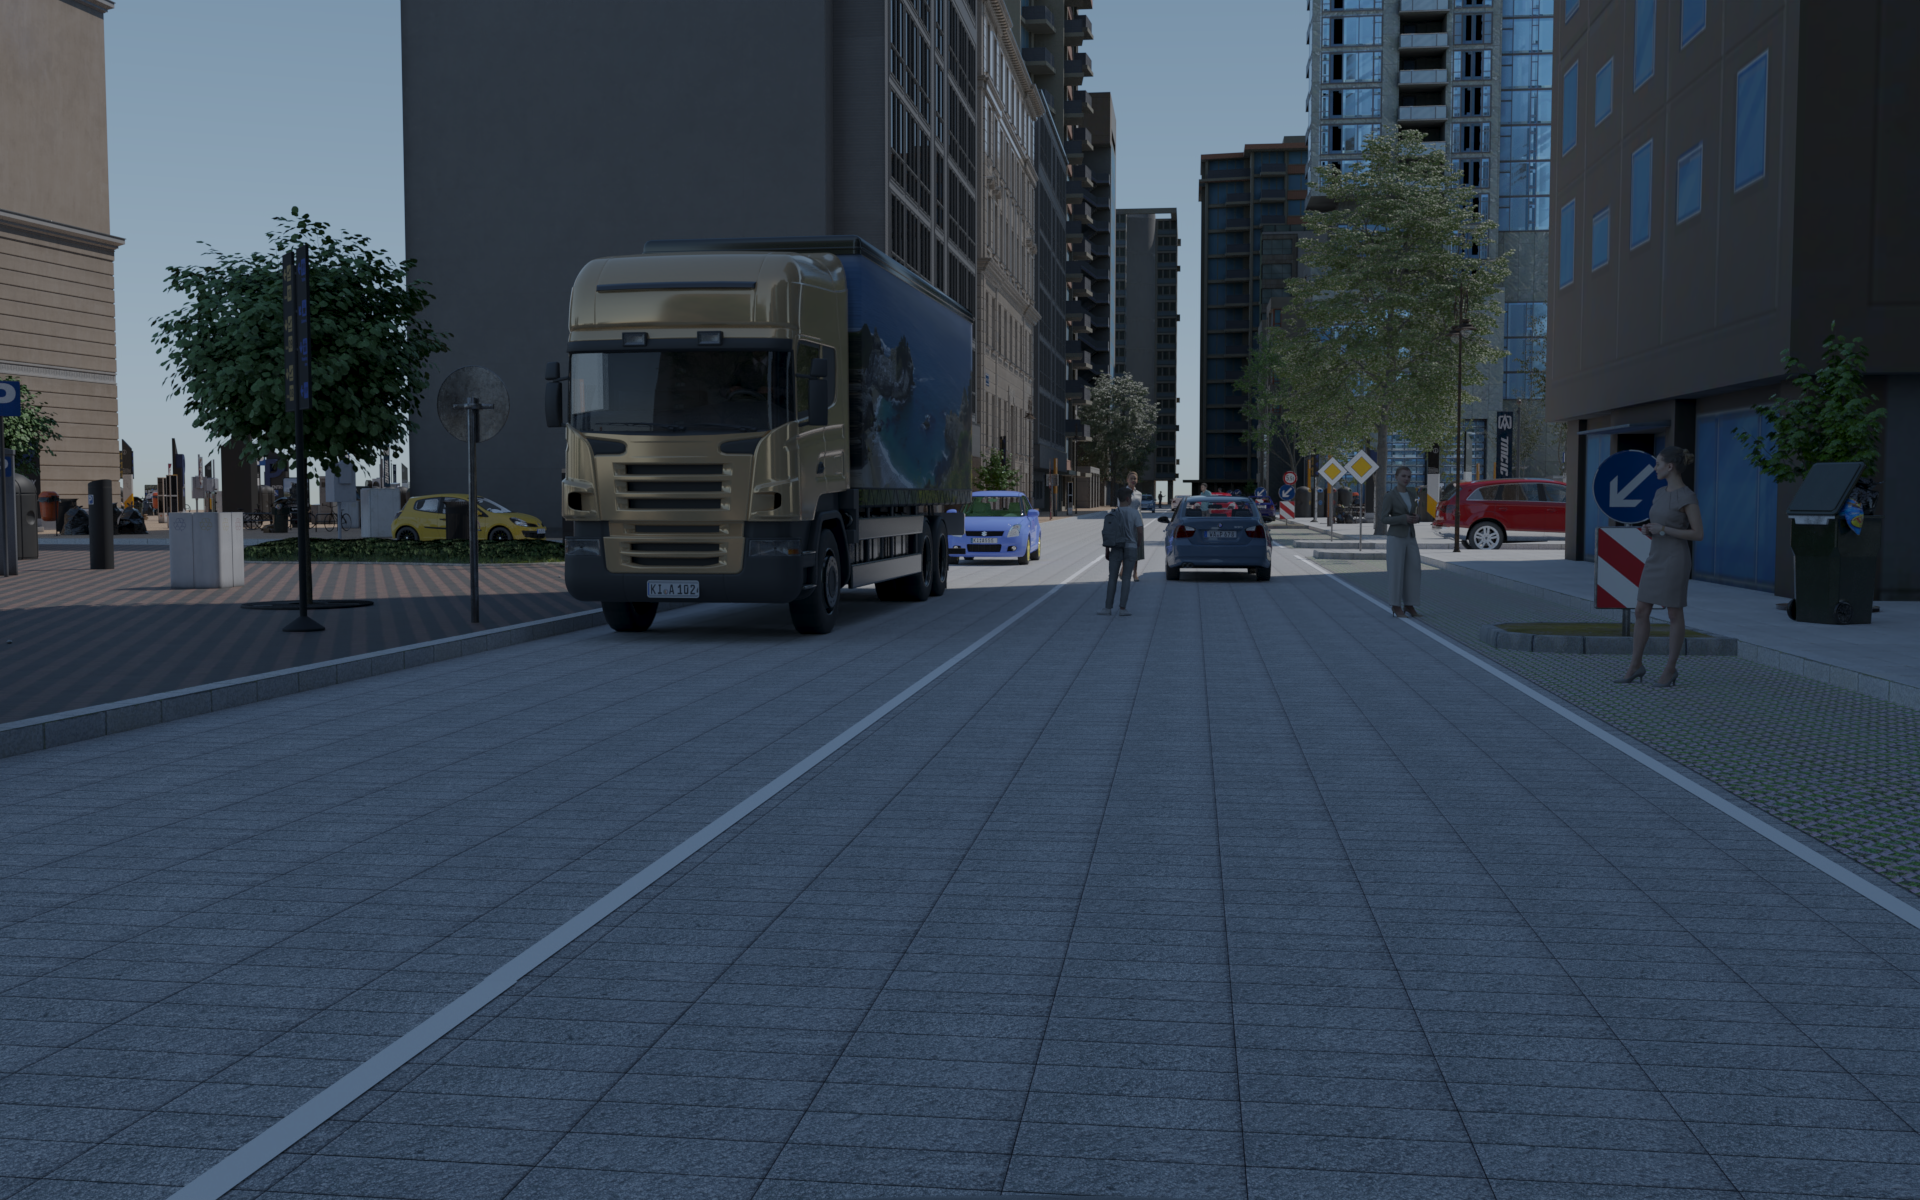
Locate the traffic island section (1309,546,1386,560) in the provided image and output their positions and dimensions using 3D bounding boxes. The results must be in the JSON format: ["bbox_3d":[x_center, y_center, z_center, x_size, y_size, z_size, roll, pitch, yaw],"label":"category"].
[{"bbox_3d":[8.993,-1.012,38.821,2.009,0.180,2.903,0,4,8],"label":"traffic island section"}]

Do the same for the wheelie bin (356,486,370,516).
[{"bbox_3d":[-23.157,-3.619,67.084,0.693,1.594,0.980,2,4,32],"label":"wheelie bin"}]

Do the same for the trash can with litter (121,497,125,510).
[{"bbox_3d":[-34.672,-3.627,70.691,1.055,1.170,0.624,-1,4,-19],"label":"trash can with litter"}]

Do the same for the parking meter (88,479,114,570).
[{"bbox_3d":[-14.669,-1.295,29.577,0.372,1.533,0.369,0,3,0],"label":"parking meter"}]

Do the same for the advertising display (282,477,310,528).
[{"bbox_3d":[-25.273,-3.716,65.970,0.974,1.923,0.123,-1,4,-9],"label":"advertising display"}]

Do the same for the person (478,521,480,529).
[{"bbox_3d":[-12.393,-1.853,43.817,0.505,1.210,0.382,-1,4,-16],"label":"person"}]

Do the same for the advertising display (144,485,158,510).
[{"bbox_3d":[-54.800,-6.864,117.434,0.974,1.923,0.123,0,4,8],"label":"advertising display"}]

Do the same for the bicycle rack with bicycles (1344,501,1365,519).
[{"bbox_3d":[20.867,-4.621,88.934,2.925,0.926,2.852,-1,4,-17],"label":"bicycle rack with bicycles"}]

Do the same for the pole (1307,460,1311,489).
[{"bbox_3d":[20.697,-6.657,102.681,0.158,3.312,0.155,0,3,0],"label":"pole"}]

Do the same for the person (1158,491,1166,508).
[{"bbox_3d":[20.824,-10.372,178.610,0.750,1.759,0.617,-1,4,-17],"label":"person"}]

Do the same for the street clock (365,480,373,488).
[{"bbox_3d":[-30.250,-5.143,88.651,0.358,2.002,0.471,-3,5,-39],"label":"street clock"}]

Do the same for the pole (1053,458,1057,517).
[{"bbox_3d":[5.428,-6.400,98.482,0.158,3.312,0.155,0,3,0],"label":"pole"}]

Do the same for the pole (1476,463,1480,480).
[{"bbox_3d":[34.383,-7.413,115.051,0.158,3.312,0.155,0,3,0],"label":"pole"}]

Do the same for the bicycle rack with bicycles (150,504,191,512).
[{"bbox_3d":[-50.880,-6.003,111.537,2.925,0.926,2.852,0,4,7],"label":"bicycle rack with bicycles"}]

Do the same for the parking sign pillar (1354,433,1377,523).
[{"bbox_3d":[18.114,-5.381,76.448,1.447,3.967,1.447,1,4,11],"label":"parking sign pillar"}]

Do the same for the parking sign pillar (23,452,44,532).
[{"bbox_3d":[-31.489,-4.246,57.890,1.447,3.967,1.447,-2,4,-33],"label":"parking sign pillar"}]

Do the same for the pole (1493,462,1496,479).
[{"bbox_3d":[34.292,-7.170,111.079,0.158,3.312,0.155,0,3,0],"label":"pole"}]

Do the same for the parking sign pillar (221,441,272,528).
[{"bbox_3d":[-27.555,-4.756,66.225,1.447,3.967,1.447,1,4,13],"label":"parking sign pillar"}]

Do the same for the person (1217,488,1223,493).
[{"bbox_3d":[17.133,-6.486,114.458,0.656,1.842,0.836,-1,4,-14],"label":"person"}]

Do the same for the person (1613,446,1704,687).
[{"bbox_3d":[5.168,-0.242,12.790,0.374,1.781,0.599,-1,4,-17],"label":"person"}]

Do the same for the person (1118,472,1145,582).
[{"bbox_3d":[2.791,-1.214,28.579,0.478,1.798,0.641,-1,4,-10],"label":"person"}]

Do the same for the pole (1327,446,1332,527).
[{"bbox_3d":[14.592,-4.552,68.266,0.158,3.312,0.155,0,3,0],"label":"pole"}]

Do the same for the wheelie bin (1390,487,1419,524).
[{"bbox_3d":[19.256,-4.077,74.574,0.980,1.594,0.693,-1,4,-16],"label":"wheelie bin"}]

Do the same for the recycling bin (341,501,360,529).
[{"bbox_3d":[-22.850,-3.197,64.818,0.722,1.027,0.722,-1,4,-17],"label":"recycling bin"}]

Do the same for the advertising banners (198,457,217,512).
[{"bbox_3d":[-35.033,-5.165,80.629,0.090,3.025,2.074,-3,5,-43],"label":"advertising banners"}]

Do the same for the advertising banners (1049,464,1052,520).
[{"bbox_3d":[4.440,-5.436,85.060,0.090,3.025,2.074,0,4,5],"label":"advertising banners"}]

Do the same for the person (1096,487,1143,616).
[{"bbox_3d":[1.878,-0.571,20.424,0.503,1.515,0.523,-1,4,-19],"label":"person"}]

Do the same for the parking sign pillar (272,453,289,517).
[{"bbox_3d":[-38.175,-6.624,96.781,1.447,3.967,1.447,0,4,7],"label":"parking sign pillar"}]

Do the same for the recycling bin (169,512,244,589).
[{"bbox_3d":[-10.361,-0.690,23.830,0.722,1.027,0.722,0,4,4],"label":"recycling bin"}]

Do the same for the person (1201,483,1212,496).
[{"bbox_3d":[8.844,-3.260,61.826,0.620,1.820,0.660,-2,4,-35],"label":"person"}]

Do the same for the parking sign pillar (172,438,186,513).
[{"bbox_3d":[-37.829,-5.836,83.887,1.447,3.967,1.447,-1,4,-18],"label":"parking sign pillar"}]

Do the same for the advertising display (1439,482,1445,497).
[{"bbox_3d":[26.280,-5.537,95.742,0.974,1.923,0.123,1,4,15],"label":"advertising display"}]

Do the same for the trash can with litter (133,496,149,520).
[{"bbox_3d":[-40.433,-4.516,85.217,0.624,1.170,1.055,0,4,1],"label":"trash can with litter"}]

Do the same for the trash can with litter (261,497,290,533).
[{"bbox_3d":[-22.601,-2.794,57.064,1.055,1.170,0.624,2,4,25],"label":"trash can with litter"}]

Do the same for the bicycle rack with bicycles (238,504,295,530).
[{"bbox_3d":[-24.844,-2.978,62.075,2.925,0.926,2.852,0,4,-7],"label":"bicycle rack with bicycles"}]

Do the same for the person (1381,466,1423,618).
[{"bbox_3d":[5.133,-0.671,20.026,0.519,1.759,0.362,-2,4,-28],"label":"person"}]

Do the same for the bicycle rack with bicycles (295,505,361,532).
[{"bbox_3d":[-20.712,-2.824,59.553,2.852,0.926,2.925,0,4,5],"label":"bicycle rack with bicycles"}]

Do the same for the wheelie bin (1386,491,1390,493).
[{"bbox_3d":[27.695,-6.326,111.332,0.693,1.594,0.980,1,4,22],"label":"wheelie bin"}]

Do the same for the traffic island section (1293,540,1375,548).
[{"bbox_3d":[10.048,-1.496,46.736,2.009,0.180,2.903,0,4,8],"label":"traffic island section"}]

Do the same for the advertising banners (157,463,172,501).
[{"bbox_3d":[-44.915,-6.219,97.873,0.090,3.025,2.074,0,4,-3],"label":"advertising banners"}]

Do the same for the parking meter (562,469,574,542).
[{"bbox_3d":[-8.971,-2.074,39.626,0.255,1.863,0.399,-1,4,-12],"label":"parking meter"}]

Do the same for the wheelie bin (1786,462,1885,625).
[{"bbox_3d":[8.718,-0.573,17.277,0.693,1.594,0.980,-1,4,-18],"label":"wheelie bin"}]

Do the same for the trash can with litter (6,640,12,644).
[{"bbox_3d":[-9.224,-0.255,15.228,1.678,1.210,2.233,-2,4,-24],"label":"trash can with litter"}]
